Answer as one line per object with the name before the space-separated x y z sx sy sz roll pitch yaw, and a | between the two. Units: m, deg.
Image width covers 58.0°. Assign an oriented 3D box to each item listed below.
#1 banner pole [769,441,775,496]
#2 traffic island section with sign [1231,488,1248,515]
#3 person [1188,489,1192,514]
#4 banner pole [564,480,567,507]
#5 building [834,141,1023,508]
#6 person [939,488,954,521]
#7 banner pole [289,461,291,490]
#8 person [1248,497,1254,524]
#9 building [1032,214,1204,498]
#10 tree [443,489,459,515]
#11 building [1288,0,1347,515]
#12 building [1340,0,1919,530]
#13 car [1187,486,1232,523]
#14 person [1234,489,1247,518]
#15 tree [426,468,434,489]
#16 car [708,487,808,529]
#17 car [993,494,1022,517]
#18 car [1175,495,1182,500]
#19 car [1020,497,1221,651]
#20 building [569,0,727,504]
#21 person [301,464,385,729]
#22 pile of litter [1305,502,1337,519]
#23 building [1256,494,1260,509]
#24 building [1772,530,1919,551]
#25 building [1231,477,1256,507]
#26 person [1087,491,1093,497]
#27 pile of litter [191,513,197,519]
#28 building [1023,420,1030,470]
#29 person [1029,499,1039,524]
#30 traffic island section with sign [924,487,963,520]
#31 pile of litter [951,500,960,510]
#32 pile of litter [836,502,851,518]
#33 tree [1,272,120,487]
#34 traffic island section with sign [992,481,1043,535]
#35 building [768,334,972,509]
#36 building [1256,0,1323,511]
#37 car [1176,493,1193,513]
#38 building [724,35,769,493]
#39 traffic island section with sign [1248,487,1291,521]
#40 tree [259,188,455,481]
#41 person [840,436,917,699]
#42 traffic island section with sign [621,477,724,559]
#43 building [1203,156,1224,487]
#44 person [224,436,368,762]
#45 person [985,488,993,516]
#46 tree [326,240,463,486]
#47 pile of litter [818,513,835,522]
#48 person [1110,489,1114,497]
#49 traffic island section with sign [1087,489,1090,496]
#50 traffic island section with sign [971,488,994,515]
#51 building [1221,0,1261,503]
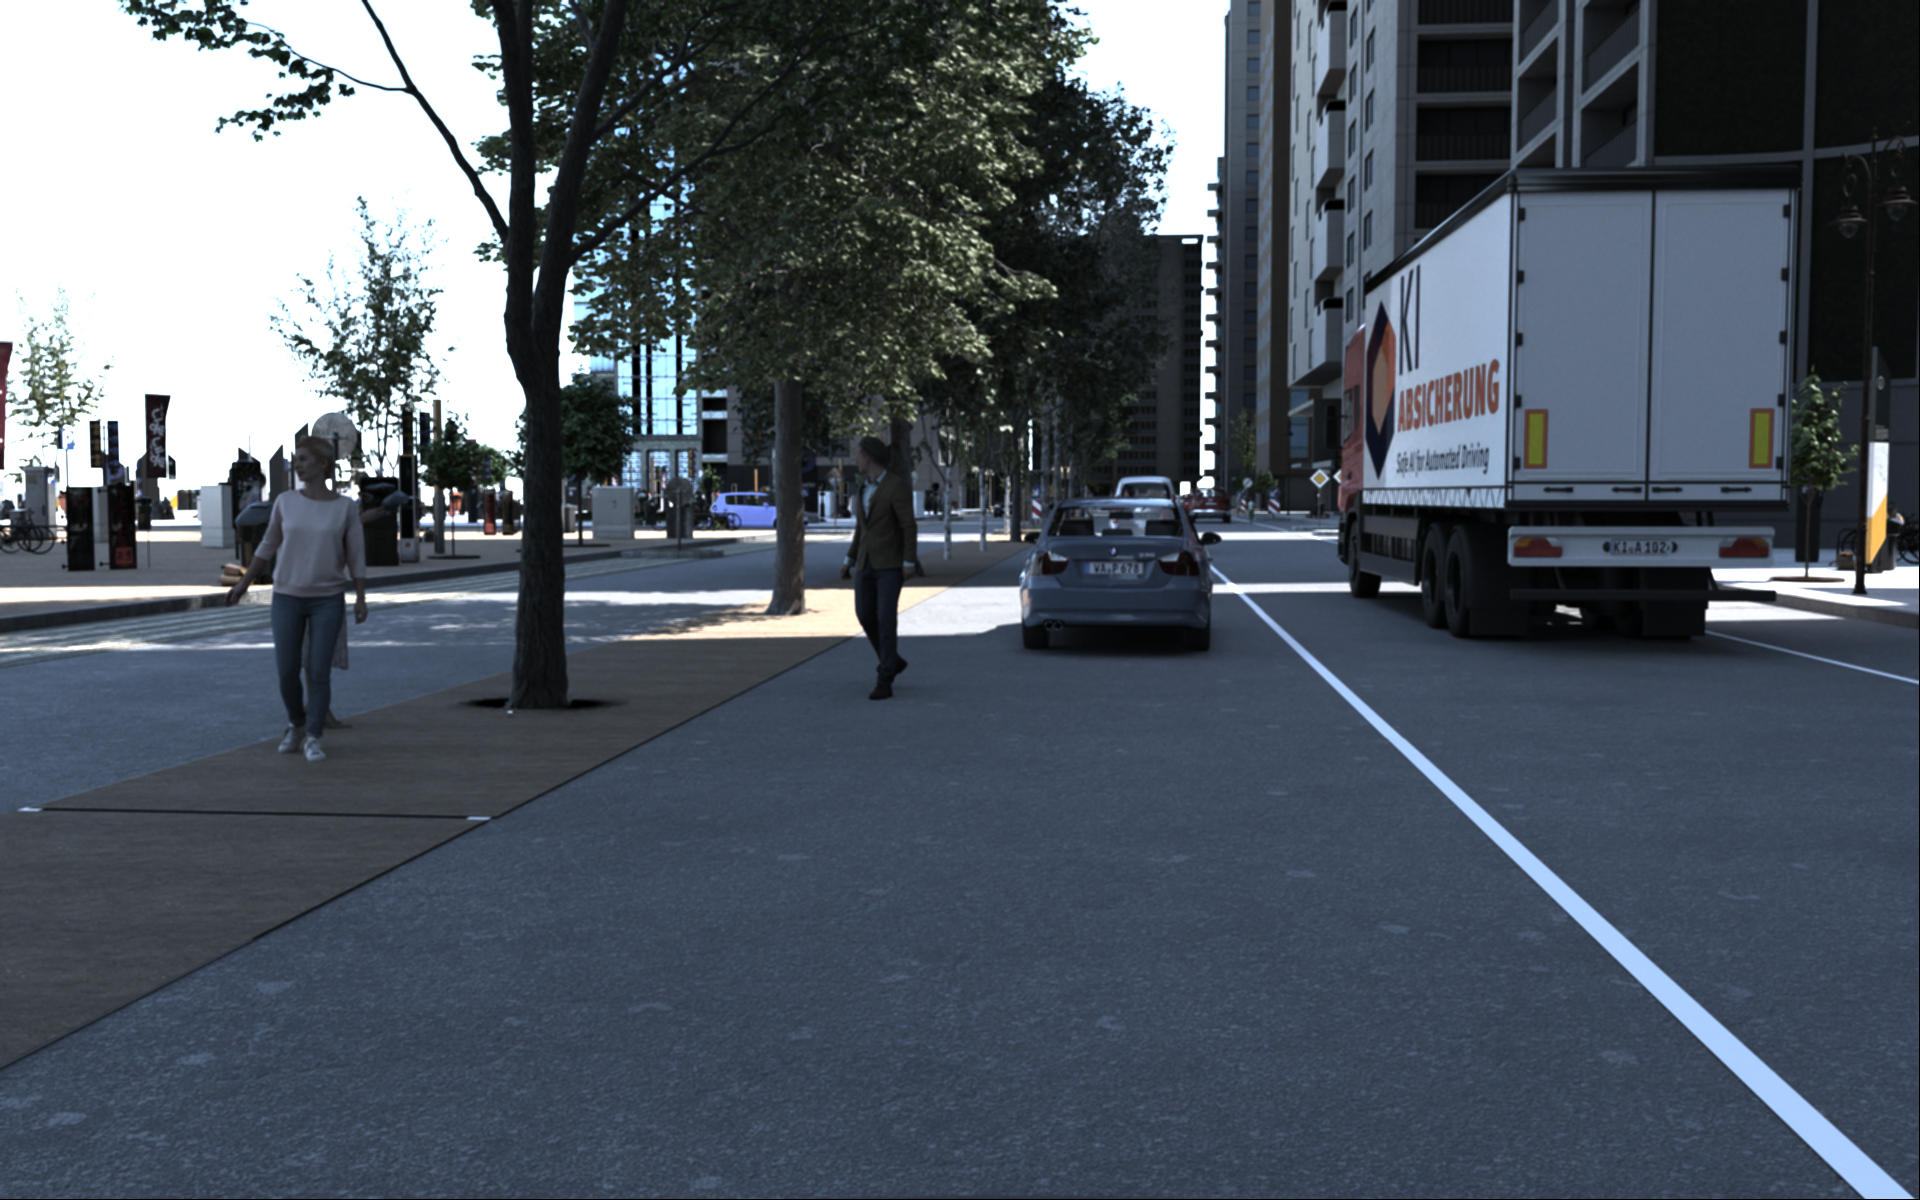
banner pole | -8.865 -5.639 82.217 0.401 3.779 0.863 -3 5 -44
traffic island section with sign | 19.380 -6.832 120.333 1.989 1.847 2.006 0 4 6
person | 16.022 -6.875 121.077 0.590 1.801 0.661 2 4 30
banner pole | -32.474 -9.258 141.382 0.401 3.779 0.863 3 5 41
building | -3.102 -47.149 209.142 20.611 71.187 20.563 0 4 6
person | -0.748 -5.127 92.608 0.850 1.792 0.678 1 4 14
banner pole | -44.942 -7.681 115.595 0.863 3.779 0.401 0 4 2
person | 14.101 -4.351 83.886 0.306 1.304 0.590 1 4 17
building | 22.005 -33.717 243.153 23.993 40.220 32.217 0 4 6
tree | -27.048 -7.016 98.425 4.285 4.588 4.351 0 3 0
building | 34.711 -31.518 104.559 28.713 52.752 27.495 0 4 6
building | 28.671 -38.992 75.772 20.611 71.187 20.563 0 4 6
car | 12.522 -4.783 86.875 2.281 1.827 5.304 0 4 7
person | 17.039 -5.869 105.210 0.760 1.731 0.466 -1 4 -10
tree | -31.308 -7.518 106.627 4.285 4.588 4.351 0 3 0
car | -7.526 -3.370 64.695 3.694 1.707 1.945 0 4 6
car | 3.104 -6.020 108.214 2.009 1.686 4.222 0 4 7
car | 16.428 -7.372 132.886 2.083 1.381 4.827 0 4 7
car | 1.597 -0.320 17.235 2.014 1.417 4.499 0 4 7
building | -41.418 -56.939 243.626 31.000 86.520 22.319 0 4 6
person | -3.816 -0.093 10.584 0.524 1.755 0.480 -2 4 -32
pile of litter | 18.853 -4.693 90.688 1.719 0.858 1.176 2 4 33
building | 33.975 -28.949 156.912 14.154 41.232 14.086 0 4 6
building | 24.594 -36.993 43.091 20.563 71.187 20.611 0 4 6
building | 44.194 -29.550 175.022 32.217 40.220 23.993 0 4 6
person | 3.630 -2.292 48.566 0.523 1.515 0.503 -1 4 -13
pile of litter | -40.012 -4.734 91.371 1.176 0.858 1.719 0 4 -5
building | 2.152 -35.858 236.393 14.200 45.320 14.600 0 4 6
person | 3.537 -4.529 82.800 0.529 1.795 0.600 3 4 38
traffic island section with sign | -0.853 -5.262 94.661 1.989 1.847 2.006 0 4 6
pile of litter | -0.634 -7.719 140.168 1.176 0.858 1.719 0 4 -4
pile of litter | -6.440 -4.780 92.123 1.176 0.858 1.719 3 4 36
tree | -30.489 -6.587 58.067 4.737 8.622 4.395 0 3 0
traffic island section with sign | 2.224 -3.261 61.450 2.006 1.907 1.989 0 4 6
building | -7.017 -45.075 175.231 20.563 71.187 20.611 0 4 6
building | 30.589 -29.604 134.134 14.600 45.320 14.200 0 4 6
car | 14.622 -6.115 109.021 2.155 1.783 4.494 0 4 6
building | -8.666 -43.821 154.721 20.563 71.187 20.611 0 4 6
traffic island section with sign | 16.595 -5.131 92.523 1.989 1.847 2.006 0 4 6
tree | -14.103 -5.569 41.421 4.737 8.622 4.395 0 3 0
person | -0.582 -0.245 12.413 0.656 1.842 0.836 1 4 15
traffic island section with sign | -6.421 -1.862 39.077 1.989 1.847 2.006 0 4 6
building | 48.721 -37.727 236.445 30.456 49.044 23.786 0 4 6
person | -3.589 -0.012 9.372 0.731 1.740 0.598 -1 4 -18
person | 1.759 -6.384 113.053 0.728 1.800 0.709 1 4 9
tree | -16.689 -6.144 50.813 4.360 8.622 3.978 0 3 0
pile of litter | -6.866 -3.998 79.333 1.719 0.858 1.176 3 5 41
person | 12.044 -7.922 138.030 0.388 1.821 0.555 0 4 2
traffic island section with sign | 10.449 -8.284 143.586 2.006 1.907 1.989 0 4 6
traffic island section with sign | 1.821 -6.904 121.503 1.989 1.847 2.006 0 4 6
building | 41.109 -40.317 201.188 21.231 58.520 28.212 0 4 6
